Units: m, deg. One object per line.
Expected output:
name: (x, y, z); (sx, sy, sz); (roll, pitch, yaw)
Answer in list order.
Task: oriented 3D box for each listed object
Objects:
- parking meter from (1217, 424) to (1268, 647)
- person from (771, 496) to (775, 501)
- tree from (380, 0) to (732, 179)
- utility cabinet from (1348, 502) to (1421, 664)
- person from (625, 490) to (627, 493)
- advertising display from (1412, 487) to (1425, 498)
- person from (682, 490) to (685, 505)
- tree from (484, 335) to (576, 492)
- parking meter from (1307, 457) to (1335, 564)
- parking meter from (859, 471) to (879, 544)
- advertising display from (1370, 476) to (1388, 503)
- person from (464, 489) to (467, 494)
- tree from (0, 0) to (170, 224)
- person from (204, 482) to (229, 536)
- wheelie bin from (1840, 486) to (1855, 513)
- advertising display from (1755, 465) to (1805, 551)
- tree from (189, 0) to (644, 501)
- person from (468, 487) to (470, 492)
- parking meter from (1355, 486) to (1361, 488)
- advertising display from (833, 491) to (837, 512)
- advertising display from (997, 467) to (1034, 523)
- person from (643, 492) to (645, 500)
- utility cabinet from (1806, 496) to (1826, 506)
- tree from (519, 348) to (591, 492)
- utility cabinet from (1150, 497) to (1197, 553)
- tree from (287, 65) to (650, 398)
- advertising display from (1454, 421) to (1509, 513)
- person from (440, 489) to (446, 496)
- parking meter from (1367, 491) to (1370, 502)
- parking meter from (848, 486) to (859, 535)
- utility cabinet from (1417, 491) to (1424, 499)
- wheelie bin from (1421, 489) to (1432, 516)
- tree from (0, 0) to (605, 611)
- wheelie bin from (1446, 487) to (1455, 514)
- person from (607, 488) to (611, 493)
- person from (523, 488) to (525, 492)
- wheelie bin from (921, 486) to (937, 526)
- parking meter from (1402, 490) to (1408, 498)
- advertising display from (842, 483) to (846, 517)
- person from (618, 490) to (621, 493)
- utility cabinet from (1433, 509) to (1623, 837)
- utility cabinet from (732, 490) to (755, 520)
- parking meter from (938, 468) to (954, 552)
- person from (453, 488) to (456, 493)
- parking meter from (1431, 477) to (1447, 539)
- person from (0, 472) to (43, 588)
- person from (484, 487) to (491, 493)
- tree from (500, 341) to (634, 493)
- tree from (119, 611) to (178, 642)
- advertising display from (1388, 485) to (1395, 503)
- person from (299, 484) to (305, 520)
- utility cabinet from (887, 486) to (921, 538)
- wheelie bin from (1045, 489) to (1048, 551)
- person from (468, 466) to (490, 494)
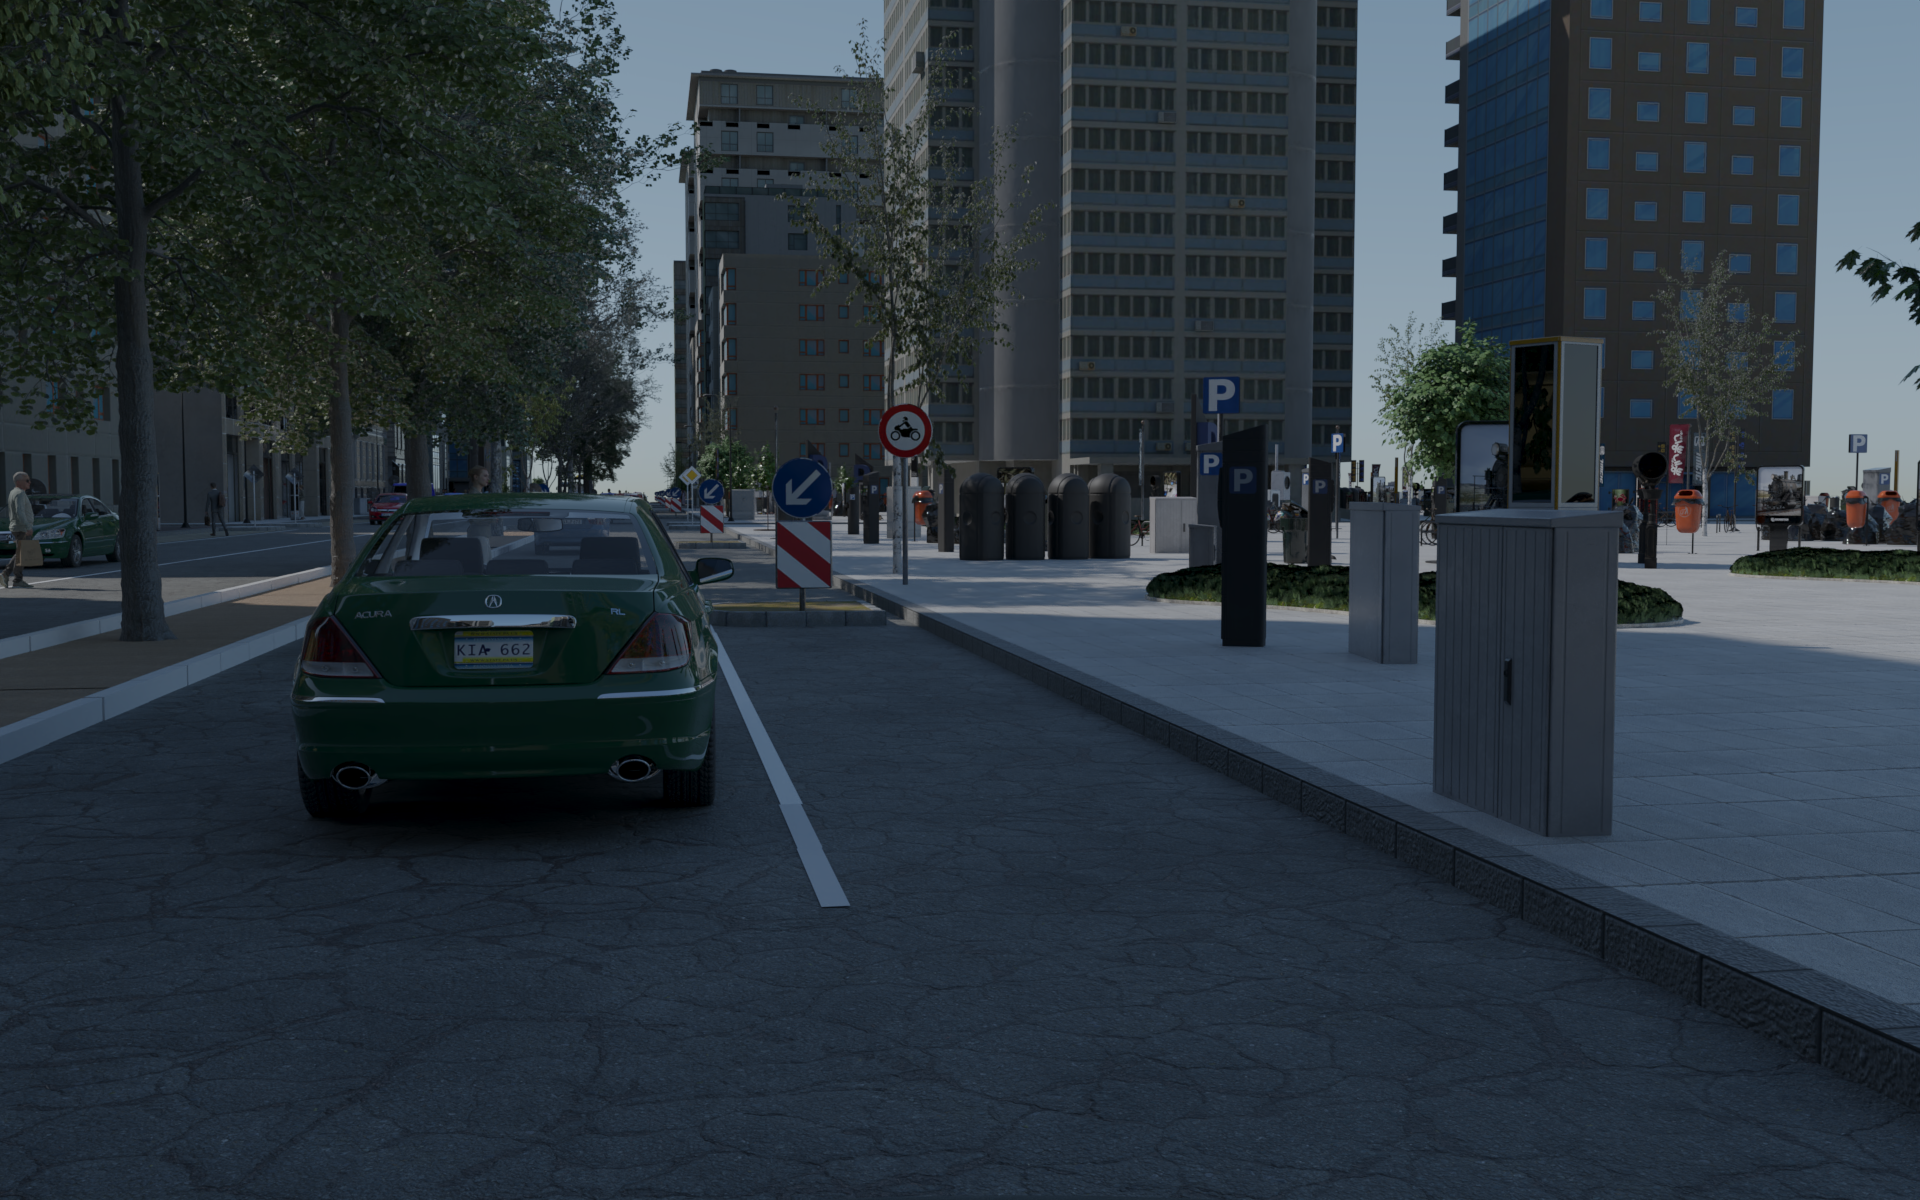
parking meter: (2.384, -0.545, 14.620); (0.399, 1.863, 0.255); (1, 4, 16)
person: (-9.831, -5.321, 93.406); (0.716, 1.782, 0.532); (-2, 4, -32)
tree: (-14.309, -12.172, 57.364); (12.611, 20.169, 13.585); (0, 3, 0)
utility cabinet: (3.313, -0.146, 13.541); (0.306, 1.237, 1.020); (0, 4, -1)
person: (-26.683, -7.966, 139.413); (0.598, 1.740, 0.731); (2, 4, 27)
advertising display: (37.144, -8.264, 140.329); (0.974, 1.923, 0.123); (2, 4, 26)
person: (-30.985, -11.453, 193.966); (0.551, 1.740, 0.621); (1, 4, 17)
tree: (-16.918, -7.008, 67.402); (4.737, 8.622, 4.395); (0, 3, 0)
parking meter: (5.676, -1.315, 27.216); (0.399, 1.863, 0.255); (1, 4, 16)
parking meter: (-2.298, -2.380, 44.627); (0.399, 1.863, 0.255); (-3, 5, -40)
advertising display: (15.220, -3.541, 63.113); (0.123, 1.923, 0.974); (3, 5, 40)
person: (-37.540, -7.494, 131.384); (0.694, 1.780, 0.624); (1, 4, 12)
tree: (-6.632, -3.507, 10.165); (4.737, 8.622, 4.395); (0, 3, 0)
person: (-25.216, -3.073, 58.715); (0.822, 1.834, 0.622); (3, 5, 39)
wheelie bin: (34.777, -3.652, 67.612); (0.693, 1.594, 0.980); (0, 4, 4)
advertising display: (18.354, -2.053, 38.786); (0.974, 1.923, 0.123); (3, 4, 36)
tree: (-10.820, -7.663, 34.404); (9.857, 13.997, 8.962); (0, 3, 0)
person: (-25.778, -5.028, 91.044); (0.374, 1.781, 0.599); (-1, 4, -15)
parking meter: (27.206, -6.892, 118.393); (0.399, 1.863, 0.255); (0, 4, -6)
advertising display: (-9.114, -7.308, 124.707); (0.123, 1.923, 0.974); (1, 4, 19)
advertising display: (1.324, -2.207, 41.301); (0.974, 1.923, 0.123); (2, 4, 33)
person: (-49.851, -16.170, 273.594); (0.721, 1.736, 1.217); (-1, 4, -20)
utility cabinet: (31.288, -3.191, 63.336); (0.306, 1.237, 1.020); (0, 4, 2)
tree: (-18.821, -7.714, 78.940); (4.360, 8.622, 3.978); (0, 3, 0)
utility cabinet: (4.646, -1.621, 37.672); (1.020, 1.237, 0.306); (-1, 4, -20)
tree: (-12.785, -8.100, 45.254); (12.009, 13.543, 11.850); (0, 3, 0)
advertising display: (4.852, -0.613, 15.232); (0.974, 1.923, 0.123); (1, 4, 10)
person: (-39.408, -7.575, 132.334); (0.794, 1.824, 0.713); (3, 4, 37)
parking meter: (29.802, -7.203, 126.175); (0.372, 1.533, 0.369); (0, 3, 0)
parking meter: (-3.365, -2.833, 54.724); (0.372, 1.533, 0.369); (0, 3, 0)
utility cabinet: (36.495, -7.836, 136.801); (1.173, 1.500, 0.318); (-2, 4, -32)
wheelie bin: (27.142, -5.637, 100.077); (0.980, 1.594, 0.693); (1, 4, 16)
tree: (-9.270, -6.437, 25.830); (7.486, 12.596, 7.792); (0, 3, 0)
wheelie bin: (20.941, -4.047, 74.078); (0.980, 1.594, 0.693); (-1, 4, -19)
person: (-25.477, -7.216, 126.335); (0.795, 1.843, 0.661); (1, 4, 21)
person: (-27.064, -6.041, 107.623); (0.532, 1.782, 0.716); (2, 4, 29)
wheelie bin: (-1.321, -3.724, 68.803); (0.693, 1.594, 0.980); (-1, 4, -22)
parking meter: (28.538, -6.277, 111.037); (0.372, 1.533, 0.369); (0, 3, 0)
advertising display: (-6.526, -5.642, 97.460); (0.123, 1.923, 0.974); (-1, 4, -11)
person: (-24.535, -7.085, 125.089); (0.760, 1.731, 0.466); (-3, 5, -41)
utility cabinet: (2.240, 0.257, 6.954); (0.306, 1.237, 1.020); (-1, 4, -9)
utility cabinet: (-10.605, -4.635, 84.463); (1.173, 1.500, 0.318); (0, 4, 3)
parking meter: (-0.311, -1.996, 38.338); (0.255, 1.863, 0.399); (-2, 4, -25)
person: (-46.967, -9.492, 161.166); (0.705, 1.831, 1.348); (-1, 4, -10)
parking meter: (13.699, -2.683, 49.573); (0.399, 1.863, 0.255); (0, 4, -5)
person: (-14.258, -1.056, 26.247); (0.515, 1.767, 0.782); (-3, 5, -39)
person: (-24.779, -5.020, 90.849); (0.793, 1.790, 0.793); (0, 4, -3)
tree: (-22.789, -9.931, 99.244); (8.767, 10.594, 7.601); (-1, 4, -10)
tree: (-7.787, -5.844, 16.136); (7.486, 12.596, 7.792); (0, 3, 0)
advertising display: (30.622, -7.264, 123.986); (0.974, 1.923, 0.123); (2, 4, 31)
person: (-32.794, -4.865, 86.140); (0.362, 1.759, 0.519); (-2, 4, -32)
utility cabinet: (-1.617, -2.512, 49.742); (0.318, 1.500, 1.173); (3, 5, 39)
wheelie bin: (1.635, -1.901, 38.990); (0.693, 1.594, 0.980); (-3, 4, -36)
person: (-5.491, -0.666, 19.931); (0.362, 1.759, 0.519); (-1, 4, -12)
